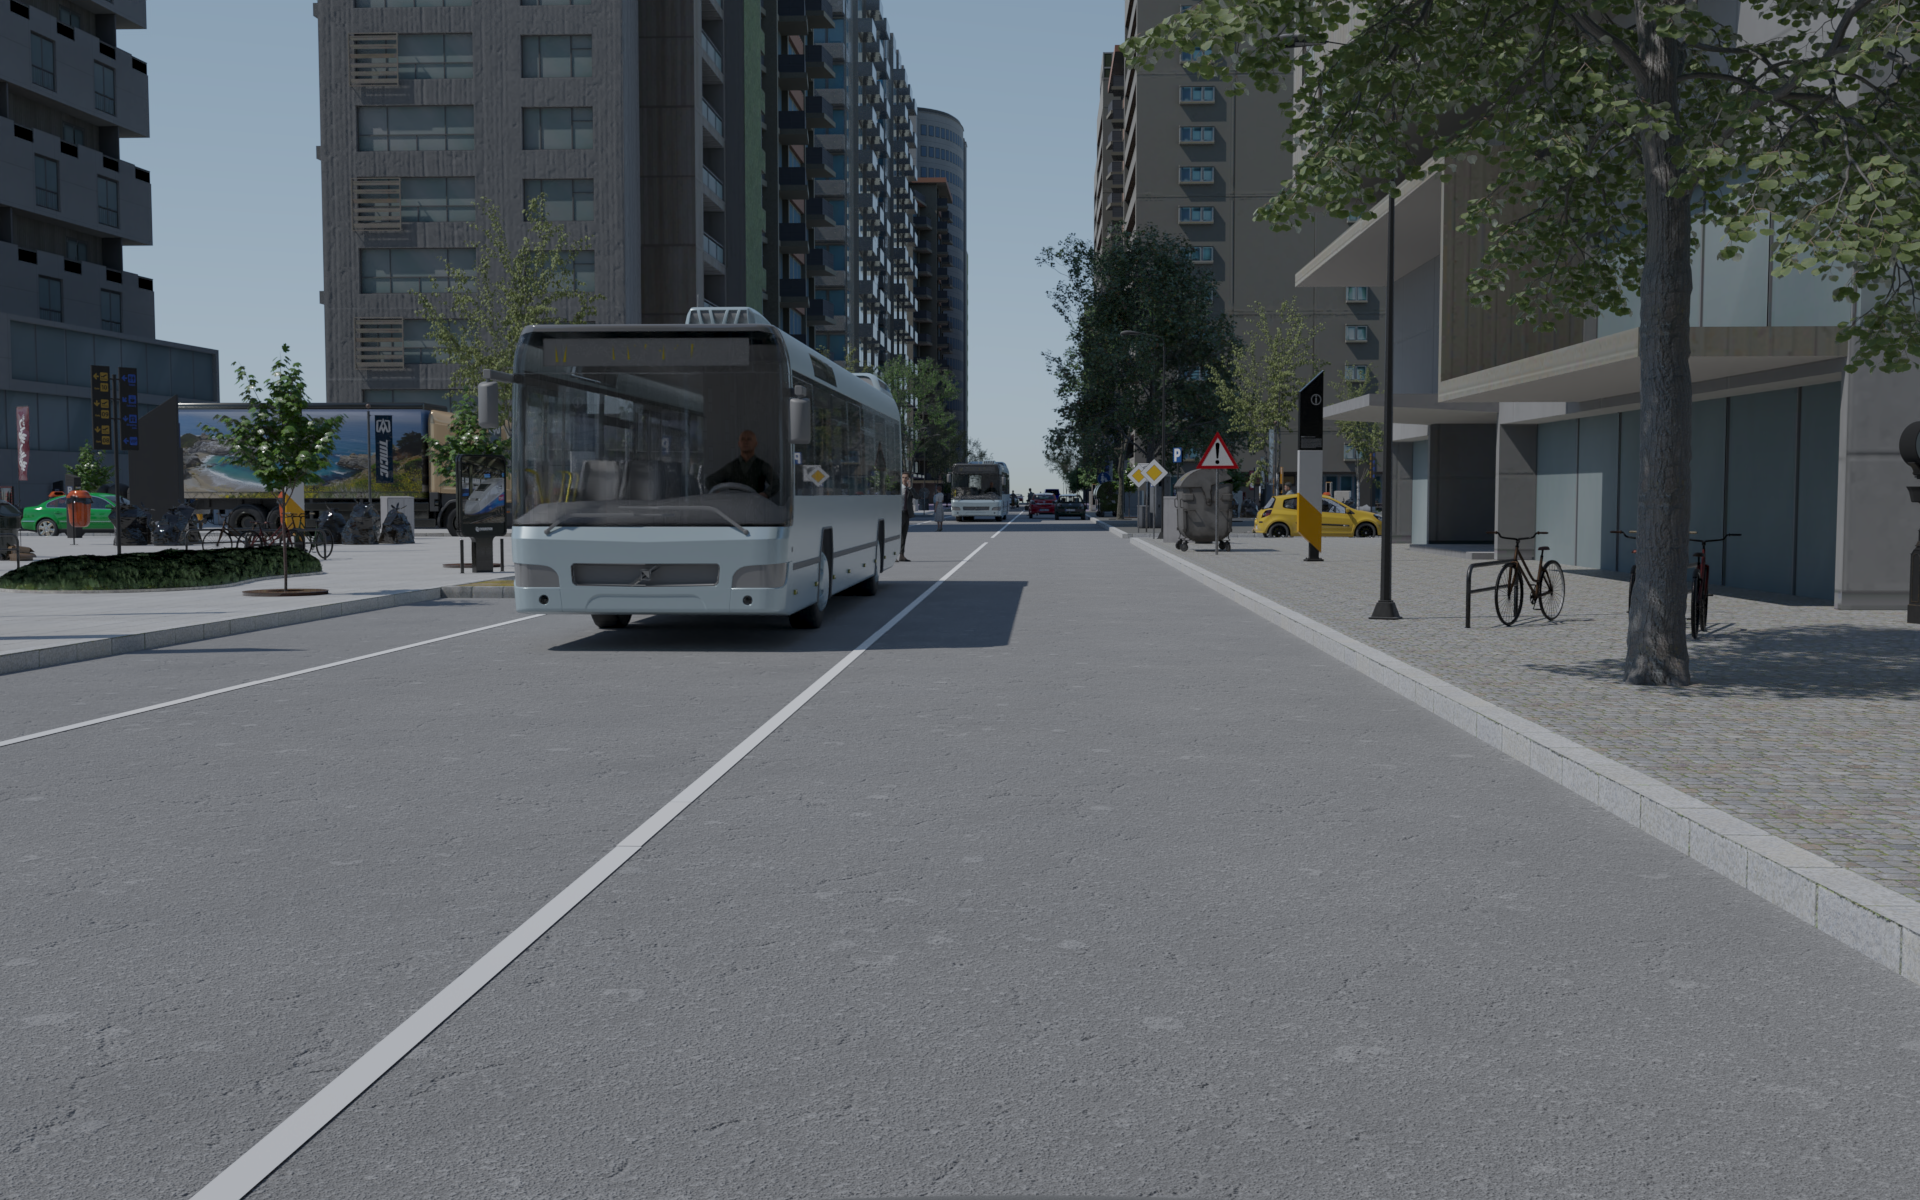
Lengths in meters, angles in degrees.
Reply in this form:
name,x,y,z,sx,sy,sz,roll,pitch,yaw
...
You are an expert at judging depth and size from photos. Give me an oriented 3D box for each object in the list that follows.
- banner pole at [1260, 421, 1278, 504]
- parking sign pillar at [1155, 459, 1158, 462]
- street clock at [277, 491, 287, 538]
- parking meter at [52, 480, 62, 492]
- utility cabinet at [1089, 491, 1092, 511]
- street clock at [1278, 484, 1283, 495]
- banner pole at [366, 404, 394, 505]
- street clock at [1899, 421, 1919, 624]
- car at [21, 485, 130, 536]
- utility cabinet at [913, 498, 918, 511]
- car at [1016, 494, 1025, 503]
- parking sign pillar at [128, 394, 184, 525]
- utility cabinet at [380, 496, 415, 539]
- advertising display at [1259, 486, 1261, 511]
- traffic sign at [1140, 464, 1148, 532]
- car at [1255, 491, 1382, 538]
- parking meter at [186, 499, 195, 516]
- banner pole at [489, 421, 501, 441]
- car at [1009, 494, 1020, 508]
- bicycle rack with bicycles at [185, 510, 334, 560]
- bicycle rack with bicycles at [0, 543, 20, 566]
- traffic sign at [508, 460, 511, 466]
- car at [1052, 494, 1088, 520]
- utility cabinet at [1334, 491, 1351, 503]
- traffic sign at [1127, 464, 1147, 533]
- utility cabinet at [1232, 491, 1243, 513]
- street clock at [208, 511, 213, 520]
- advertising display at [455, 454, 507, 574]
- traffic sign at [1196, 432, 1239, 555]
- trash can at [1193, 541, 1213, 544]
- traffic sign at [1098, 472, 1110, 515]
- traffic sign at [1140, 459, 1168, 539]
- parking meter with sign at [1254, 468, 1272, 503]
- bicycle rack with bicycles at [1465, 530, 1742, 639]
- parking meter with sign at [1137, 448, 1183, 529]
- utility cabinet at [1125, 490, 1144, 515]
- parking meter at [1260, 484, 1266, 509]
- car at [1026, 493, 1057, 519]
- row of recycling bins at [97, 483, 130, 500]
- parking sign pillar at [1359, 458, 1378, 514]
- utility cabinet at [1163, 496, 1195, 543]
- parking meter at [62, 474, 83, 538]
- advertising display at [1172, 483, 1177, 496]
name,x,y,z,sx,sy,sz,roll,pitch,yaw
banner pole,10.634,-4.212,58.888,0.401,3.779,0.863,2,4,31
parking sign pillar,15.086,-8.695,130.633,1.447,3.967,1.447,3,4,39
street clock,-19.730,-2.811,50.537,0.358,2.002,0.471,1,4,10
parking meter,-38.373,-4.159,73.703,0.399,1.863,0.255,0,4,-6
utility cabinet,9.929,-7.460,130.655,0.318,1.500,1.173,0,4,-1
street clock,22.462,-7.147,121.431,0.358,2.002,0.471,0,4,3
banner pole,-16.196,-3.560,48.227,0.863,3.779,0.401,-1,4,-16
street clock,9.532,-0.767,17.103,0.471,2.002,0.358,-1,4,-11
car,-27.411,-2.849,55.373,4.718,1.807,1.959,0,4,2
utility cabinet,-3.510,-7.241,129.546,0.306,1.237,1.020,-2,4,-33
car,9.732,-17.163,289.646,2.155,1.783,4.494,0,4,3
parking sign pillar,-21.812,-3.579,46.996,1.447,3.967,1.447,0,4,-5
utility cabinet,-16.062,-2.344,49.486,0.306,1.237,1.020,2,4,28
advertising display,22.663,-7.585,129.230,0.123,1.923,0.974,-2,4,-33
traffic sign,6.260,-3.423,58.089,0.606,2.300,0.079,1,4,9
car,10.954,-2.582,52.439,3.980,1.641,2.015,0,4,3
parking meter,-35.864,-4.424,80.737,0.372,1.533,0.369,0,3,0
banner pole,-13.324,-3.619,49.185,0.401,3.779,0.863,3,4,36
car,5.397,-10.615,185.359,2.131,1.459,4.920,0,4,4
bicycle rack with bicycles,-13.323,-1.220,33.334,2.852,0.926,2.925,2,4,32
bicycle rack with bicycles,-17.407,-0.958,29.039,2.852,0.926,2.925,2,4,31
traffic sign,-8.082,-1.982,32.407,0.884,2.594,0.081,1,4,9
car,6.129,-5.302,96.474,2.009,1.686,4.222,0,4,3
utility cabinet,27.430,-7.066,124.208,1.173,1.500,0.318,3,4,39
traffic sign,5.918,-3.288,57.394,0.795,2.450,0.064,0,4,3
utility cabinet,18.295,-6.525,115.355,1.173,1.500,0.318,-2,4,-35
street clock,-37.337,-4.988,86.126,0.358,2.002,0.471,2,4,32
advertising display,-7.810,-1.411,28.288,0.123,1.923,0.974,2,4,33
traffic sign,5.420,-2.232,36.491,0.884,2.594,0.081,1,4,11
trash can,6.301,-2.023,44.723,0.748,1.137,0.748,0,3,0
traffic sign,8.334,-6.120,100.164,0.768,2.556,0.104,0,4,8
traffic sign,5.534,-2.800,49.418,0.795,2.450,0.064,0,4,3
parking meter with sign,20.148,-7.176,113.582,1.738,3.016,0.543,1,4,14
bicycle rack with bicycles,6.269,-0.214,16.879,2.852,0.926,2.925,2,4,33
parking meter with sign,7.475,-4.196,64.861,1.738,3.016,0.543,-2,4,-27
utility cabinet,10.778,-6.016,107.037,1.173,1.500,0.318,2,4,32
parking meter,17.988,-5.925,102.587,0.255,1.863,0.399,-1,4,-22
car,4.985,-5.738,102.851,2.155,1.783,4.494,0,4,2
row of recycling bins,-31.209,-3.559,65.301,3.534,1.692,1.069,1,4,14
parking sign pillar,26.627,-7.635,113.301,1.447,3.967,1.447,-2,4,-24
utility cabinet,5.891,-2.111,45.672,1.020,1.237,0.306,1,4,14
parking meter,-25.767,-2.732,50.381,0.399,1.863,0.255,1,4,20
advertising display,13.417,-6.138,105.575,0.974,1.923,0.123,-1,4,-17
